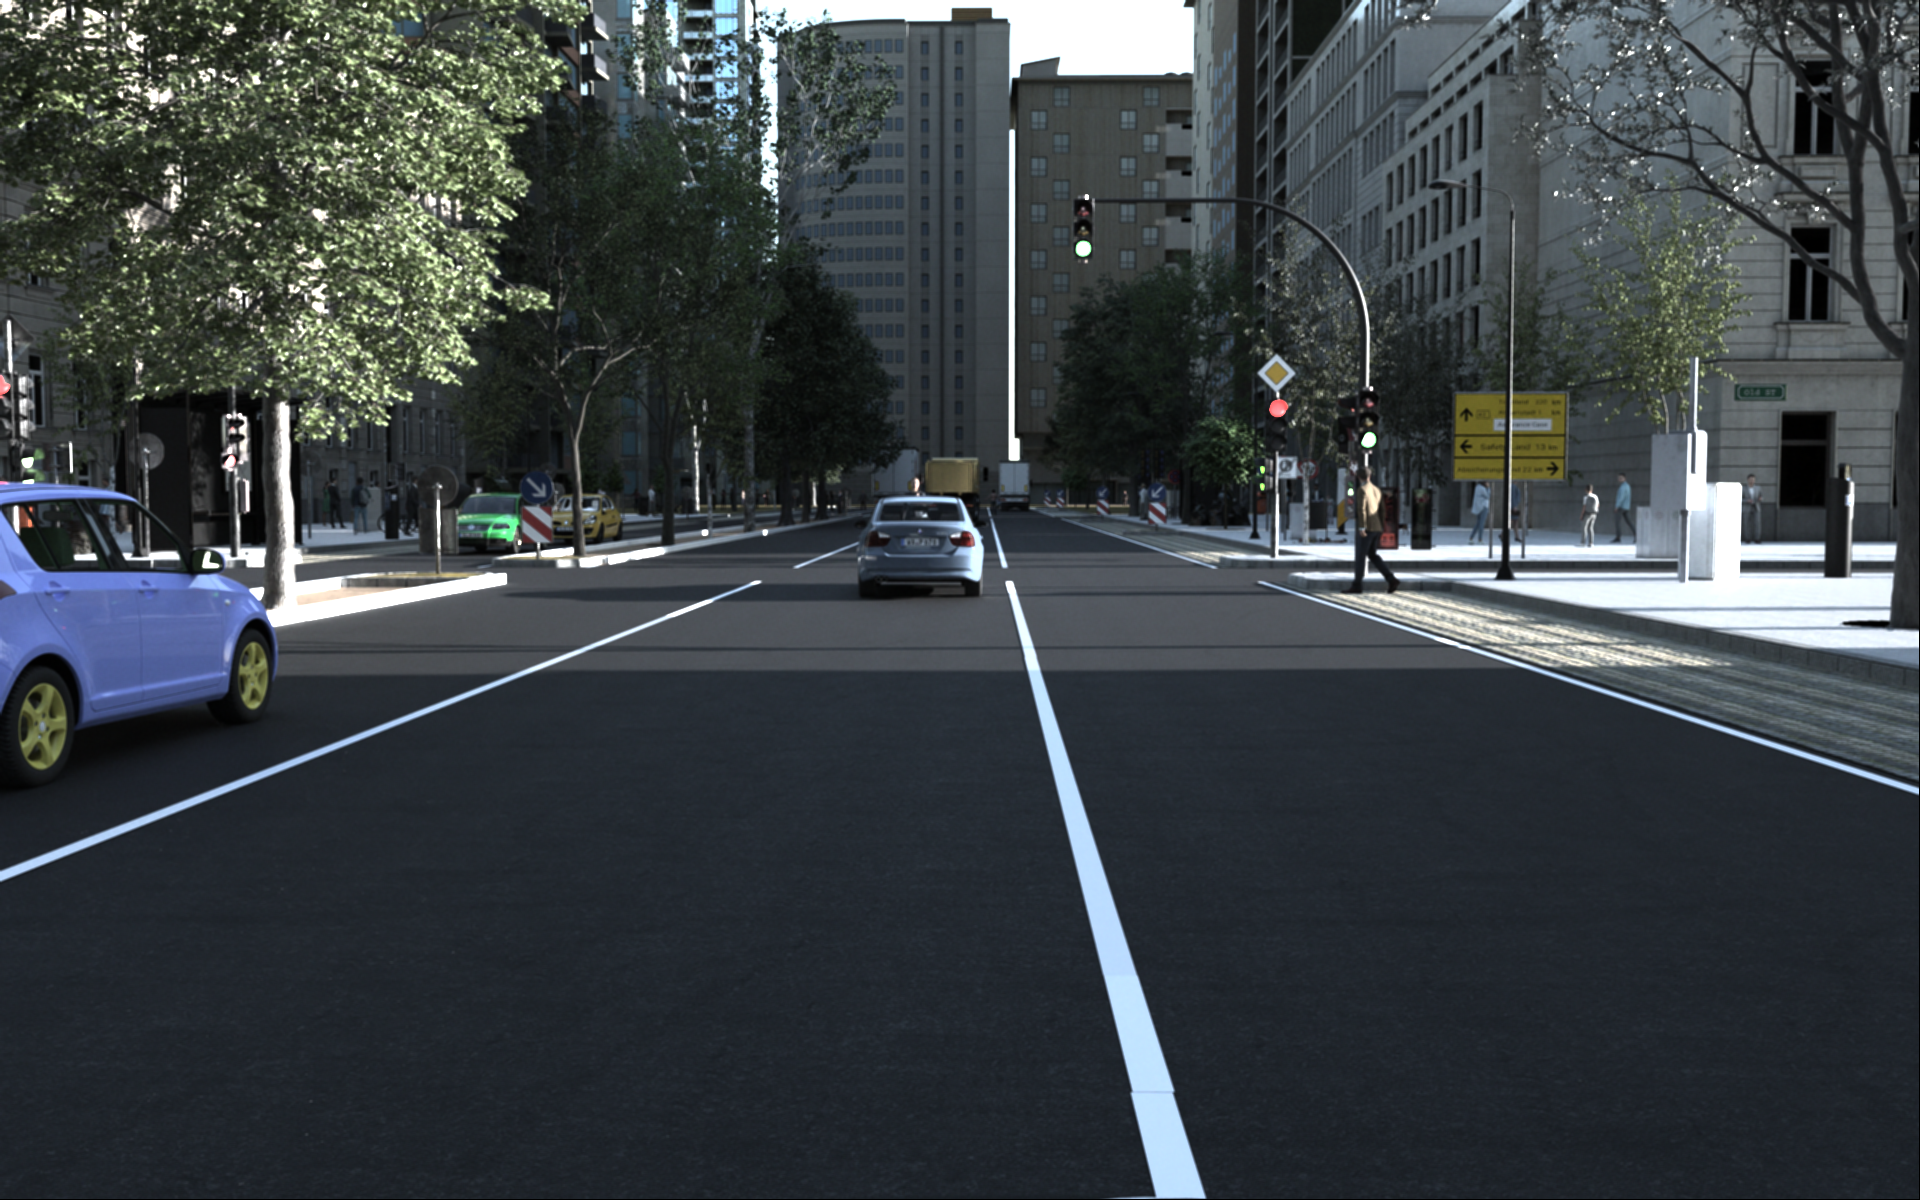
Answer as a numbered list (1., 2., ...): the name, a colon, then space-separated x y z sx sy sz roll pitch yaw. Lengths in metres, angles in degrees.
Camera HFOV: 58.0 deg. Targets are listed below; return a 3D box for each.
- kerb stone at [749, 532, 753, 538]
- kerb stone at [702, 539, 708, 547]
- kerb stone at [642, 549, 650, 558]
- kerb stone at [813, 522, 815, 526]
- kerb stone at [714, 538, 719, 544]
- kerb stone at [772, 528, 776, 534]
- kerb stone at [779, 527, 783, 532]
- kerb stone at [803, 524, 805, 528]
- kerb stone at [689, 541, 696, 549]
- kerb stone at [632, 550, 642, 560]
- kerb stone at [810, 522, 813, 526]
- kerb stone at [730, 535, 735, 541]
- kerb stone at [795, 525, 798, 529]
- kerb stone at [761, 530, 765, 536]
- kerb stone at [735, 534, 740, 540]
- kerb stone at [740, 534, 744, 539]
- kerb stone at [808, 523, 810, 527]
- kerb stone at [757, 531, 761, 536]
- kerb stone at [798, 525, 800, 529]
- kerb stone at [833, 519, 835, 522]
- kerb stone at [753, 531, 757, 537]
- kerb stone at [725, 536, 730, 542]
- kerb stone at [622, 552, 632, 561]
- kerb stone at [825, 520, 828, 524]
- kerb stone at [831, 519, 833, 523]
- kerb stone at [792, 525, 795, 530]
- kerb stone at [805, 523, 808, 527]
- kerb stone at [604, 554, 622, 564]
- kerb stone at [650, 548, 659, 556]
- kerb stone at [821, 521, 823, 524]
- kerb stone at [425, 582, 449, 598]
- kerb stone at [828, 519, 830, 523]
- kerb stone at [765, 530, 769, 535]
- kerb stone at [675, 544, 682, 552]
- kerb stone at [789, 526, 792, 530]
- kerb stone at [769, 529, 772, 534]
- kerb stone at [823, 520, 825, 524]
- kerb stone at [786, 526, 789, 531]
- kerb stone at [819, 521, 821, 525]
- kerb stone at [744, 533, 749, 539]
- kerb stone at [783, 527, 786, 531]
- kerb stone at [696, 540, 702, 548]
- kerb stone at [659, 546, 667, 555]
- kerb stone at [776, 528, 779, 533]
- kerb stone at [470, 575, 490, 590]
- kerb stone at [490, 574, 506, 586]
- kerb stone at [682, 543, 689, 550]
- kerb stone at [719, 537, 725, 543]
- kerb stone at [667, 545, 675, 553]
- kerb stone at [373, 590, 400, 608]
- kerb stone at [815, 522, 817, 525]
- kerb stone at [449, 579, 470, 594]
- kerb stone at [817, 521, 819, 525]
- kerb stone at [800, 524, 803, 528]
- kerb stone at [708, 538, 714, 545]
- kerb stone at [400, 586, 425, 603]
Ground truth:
1. kerb stone: -6.968 -2.103 56.571 0.120 0.150 1.000 0 4 1
2. kerb stone: -7.094 -1.539 47.353 0.120 0.150 1.000 0 4 1
3. kerb stone: -7.211 -1.036 39.145 0.120 0.150 1.000 0 4 1
4. kerb stone: -6.681 -3.354 77.066 0.120 0.150 1.000 0 4 1
5. kerb stone: -7.075 -1.664 49.398 0.120 0.150 1.000 0 4 1
6. kerb stone: -6.870 -2.478 62.713 0.120 0.150 1.000 0 4 1
7. kerb stone: -6.846 -2.605 64.780 0.120 0.150 1.000 0 4 1
8. kerb stone: -6.737 -3.098 72.973 0.120 0.150 1.000 0 4 1
9. kerb stone: -7.122 -1.412 45.288 0.120 0.150 1.000 0 4 1
10. kerb stone: -7.223 -0.974 38.123 0.120 0.150 1.000 0 4 1
11. kerb stone: -6.691 -3.293 76.044 0.120 0.150 1.000 0 4 1
12. kerb stone: -7.022 -1.852 52.469 0.120 0.150 1.000 0 4 1
13. kerb stone: -6.773 -2.918 69.901 0.120 0.150 1.000 0 4 1
14. kerb stone: -6.918 -2.290 59.638 0.120 0.150 1.000 0 4 1
15. kerb stone: -7.011 -1.914 53.496 0.120 0.150 1.000 0 4 1
16. kerb stone: -6.998 -1.977 54.525 0.120 0.150 1.000 0 4 1
17. kerb stone: -6.705 -3.229 75.022 0.120 0.150 1.000 0 4 1
18. kerb stone: -6.938 -2.228 58.616 0.120 0.150 1.000 0 4 1
19. kerb stone: -6.763 -2.973 70.924 0.120 0.150 1.000 0 4 1
20. kerb stone: -6.528 -3.984 87.343 0.120 0.150 1.000 0 4 1
21. kerb stone: -6.959 -2.165 57.594 0.120 0.150 1.000 0 4 1
22. kerb stone: -7.035 -1.789 51.447 0.120 0.150 1.000 0 4 1
23. kerb stone: -7.236 -0.910 37.090 0.120 0.150 1.000 0 4 1
24. kerb stone: -6.591 -3.733 83.225 0.120 0.150 1.000 0 4 1
25. kerb stone: -6.549 -3.918 86.321 0.120 0.150 1.000 0 4 1
26. kerb stone: -6.792 -2.855 68.877 0.120 0.150 1.000 0 4 1
27. kerb stone: -6.719 -3.157 74.000 0.120 0.150 1.000 0 4 1
28. kerb stone: -7.251 -0.848 36.061 0.120 0.150 1.000 0 4 1
29. kerb stone: -7.196 -1.099 40.167 0.120 0.150 1.000 0 4 1
30. kerb stone: -6.626 -3.606 81.159 0.120 0.150 1.000 0 4 1
31. kerb stone: -7.418 -0.127 24.267 0.120 0.150 1.000 0 4 1
32. kerb stone: -6.571 -3.796 84.261 0.120 0.150 1.000 0 4 1
33. kerb stone: -6.907 -2.351 60.669 0.120 0.150 1.000 0 4 1
34. kerb stone: -7.149 -1.281 43.241 0.120 0.150 1.000 0 4 1
35. kerb stone: -6.814 -2.790 67.850 0.120 0.150 1.000 0 4 1
36. kerb stone: -6.894 -2.413 61.692 0.120 0.150 1.000 0 4 1
37. kerb stone: -6.610 -3.669 82.184 0.120 0.150 1.000 0 4 1
38. kerb stone: -6.826 -2.730 66.828 0.120 0.150 1.000 0 4 1
39. kerb stone: -6.642 -3.544 80.137 0.120 0.150 1.000 0 4 1
40. kerb stone: -6.985 -2.040 55.547 0.120 0.150 1.000 0 4 1
41. kerb stone: -6.840 -2.667 65.805 0.120 0.150 1.000 0 4 1
42. kerb stone: -7.109 -1.476 46.321 0.120 0.150 1.000 0 4 1
43. kerb stone: -7.176 -1.162 41.189 0.120 0.150 1.000 0 4 1
44. kerb stone: -6.870 -2.537 63.750 0.120 0.150 1.000 0 4 1
45. kerb stone: -7.382 -0.250 26.312 0.120 0.150 1.000 0 4 1
46. kerb stone: -7.366 -0.314 27.337 0.120 0.150 1.000 0 4 1
47. kerb stone: -7.136 -1.350 44.266 0.120 0.150 1.000 0 4 1
48. kerb stone: -7.052 -1.726 50.420 0.120 0.150 1.000 0 4 1
49. kerb stone: -7.165 -1.225 42.218 0.120 0.150 1.000 0 4 1
50. kerb stone: -7.444 0.001 22.223 0.120 0.150 1.000 0 4 1
51. kerb stone: -6.663 -3.417 78.092 0.120 0.150 1.000 0 4 1
52. kerb stone: -7.401 -0.189 25.288 0.120 0.150 1.000 0 4 1
53. kerb stone: -6.658 -3.481 79.114 0.120 0.150 1.000 0 4 1
54. kerb stone: -6.746 -3.043 71.946 0.120 0.150 1.000 0 4 1
55. kerb stone: -7.081 -1.600 48.375 0.120 0.150 1.000 0 4 1
56. kerb stone: -7.432 -0.064 23.245 0.120 0.150 1.000 0 4 1
